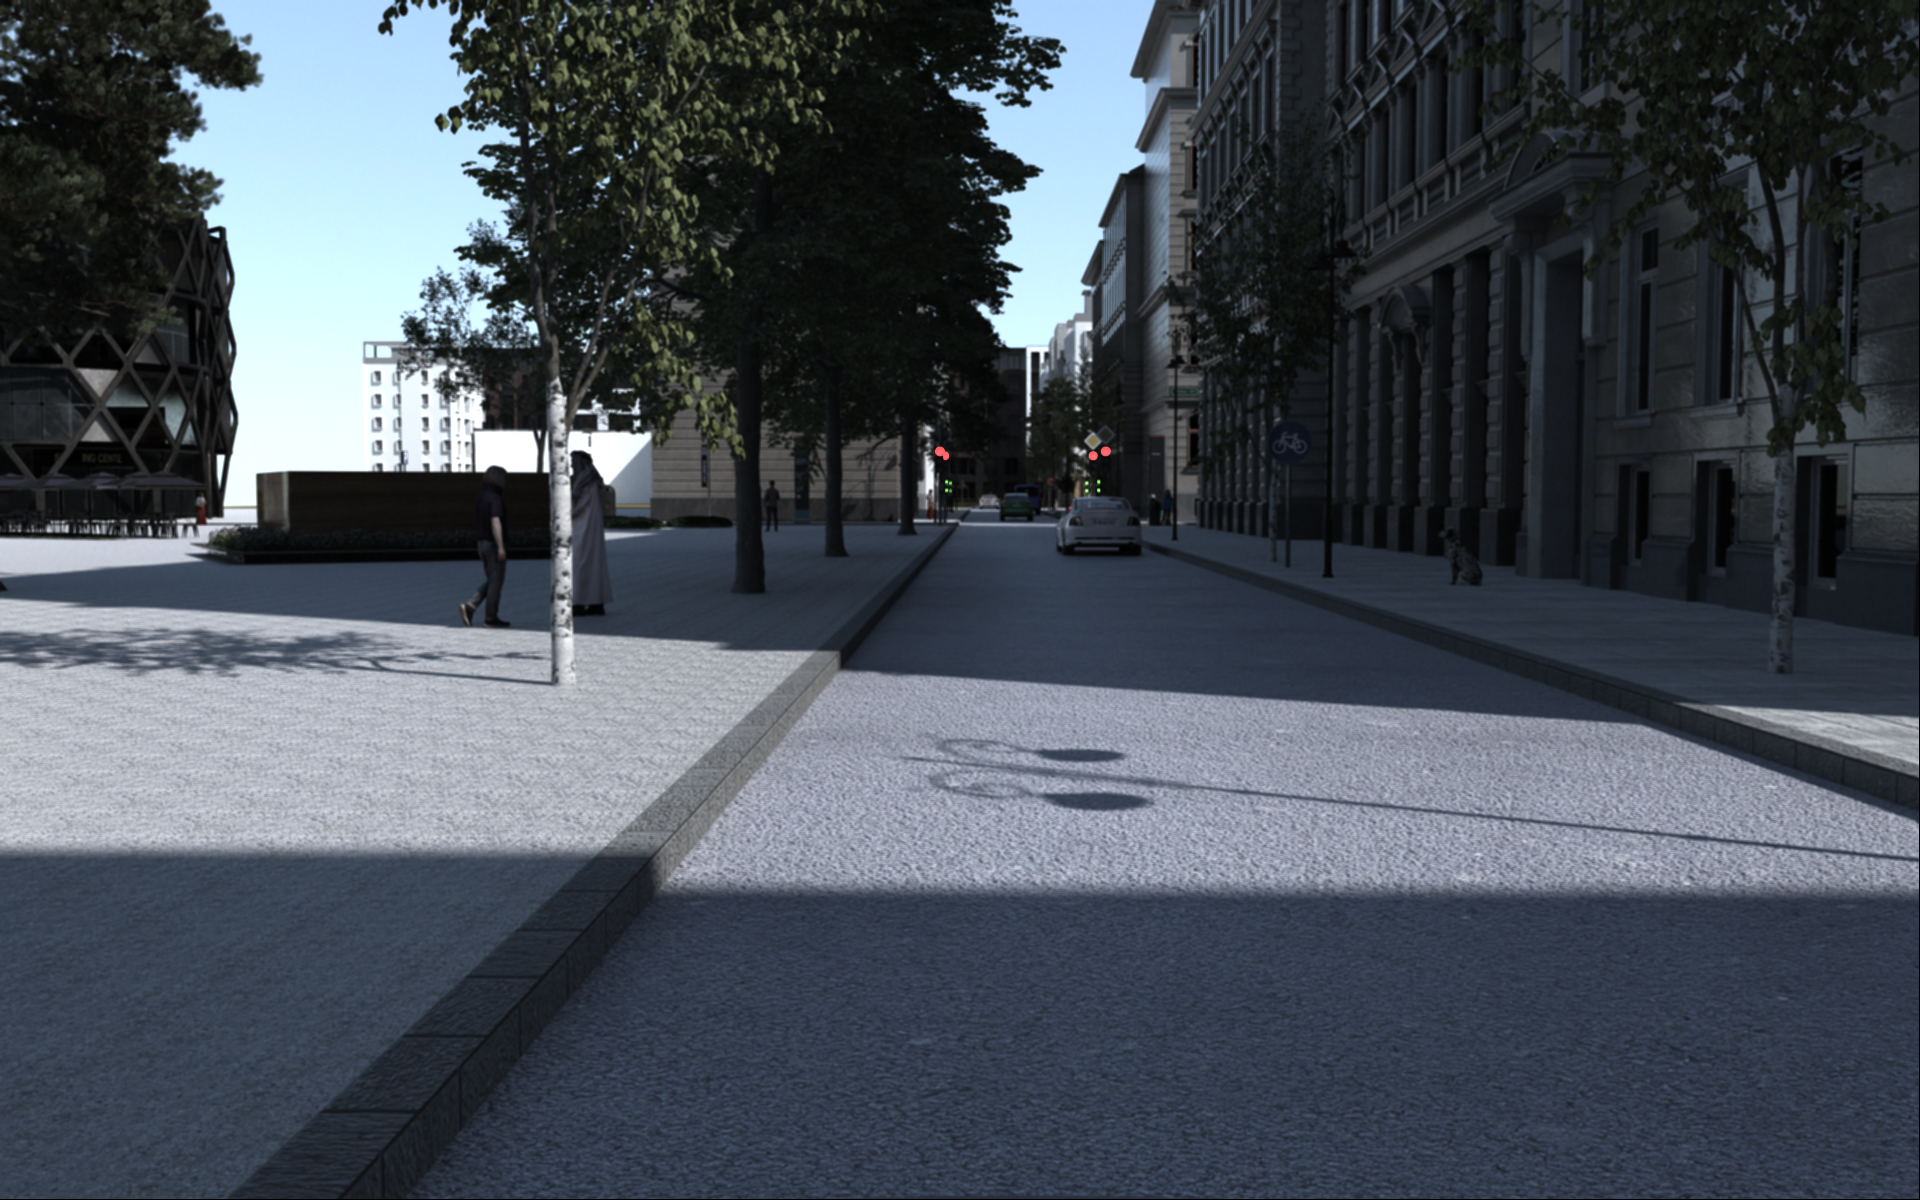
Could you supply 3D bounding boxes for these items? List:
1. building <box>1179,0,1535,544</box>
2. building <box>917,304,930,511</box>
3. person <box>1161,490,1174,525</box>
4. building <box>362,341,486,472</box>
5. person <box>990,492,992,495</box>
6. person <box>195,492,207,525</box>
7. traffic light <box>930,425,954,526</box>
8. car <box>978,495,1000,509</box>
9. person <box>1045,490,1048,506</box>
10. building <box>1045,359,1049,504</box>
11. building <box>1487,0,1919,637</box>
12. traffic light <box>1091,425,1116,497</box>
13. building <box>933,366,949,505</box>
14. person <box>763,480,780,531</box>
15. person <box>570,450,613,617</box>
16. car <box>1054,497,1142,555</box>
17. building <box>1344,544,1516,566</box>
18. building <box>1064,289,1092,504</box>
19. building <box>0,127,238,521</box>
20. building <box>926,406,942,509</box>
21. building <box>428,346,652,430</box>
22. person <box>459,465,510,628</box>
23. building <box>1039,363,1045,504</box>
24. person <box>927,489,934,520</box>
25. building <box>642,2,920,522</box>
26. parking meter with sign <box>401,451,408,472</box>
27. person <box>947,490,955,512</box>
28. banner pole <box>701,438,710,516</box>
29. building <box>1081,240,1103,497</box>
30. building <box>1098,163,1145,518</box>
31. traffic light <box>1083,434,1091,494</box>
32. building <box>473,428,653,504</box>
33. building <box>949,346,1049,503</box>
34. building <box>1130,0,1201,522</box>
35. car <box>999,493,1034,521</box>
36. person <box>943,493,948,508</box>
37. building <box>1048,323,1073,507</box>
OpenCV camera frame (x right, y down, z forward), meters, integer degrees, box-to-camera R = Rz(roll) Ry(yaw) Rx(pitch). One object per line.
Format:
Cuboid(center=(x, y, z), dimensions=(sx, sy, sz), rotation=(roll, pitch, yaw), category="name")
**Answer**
Cuboid(center=(13.772, -13.946, 56.903), dimensions=(11.050, 23.489, 19.941), rotation=(0, 4, 1), category="building")
Cuboid(center=(-9.218, -21.427, 137.728), dimensions=(14.401, 28.519, 23.554), rotation=(0, 4, 1), category="building")
Cuboid(center=(8.676, -3.821, 72.676), dimensions=(0.593, 1.614, 0.444), rotation=(1, 4, 14), category="person")
Cuboid(center=(-67.496, -22.235, 219.958), dimensions=(11.380, 20.091, 16.016), rotation=(0, 4, 1), category="building")
Cuboid(center=(4.104, -13.124, 223.811), dimensions=(0.721, 1.736, 1.217), rotation=(1, 4, 18), category="person")
Cuboid(center=(-32.128, -3.811, 73.270), dimensions=(0.523, 1.526, 0.387), rotation=(2, 4, 23), category="person")
Cuboid(center=(-0.773, -4.899, 69.348), dimensions=(0.839, 4.213, 0.868), rotation=(0, 4, 1), category="traffic light")
Cuboid(center=(2.768, -9.224, 163.177), dimensions=(2.083, 1.381, 4.827), rotation=(0, 4, 1), category="car")
Cuboid(center=(9.534, -11.226, 190.273), dimensions=(0.721, 1.739, 1.217), rotation=(1, 4, 20), category="person")
Cuboid(center=(18.784, -21.553, 208.813), dimensions=(16.016, 20.091, 11.380), rotation=(0, 4, 1), category="building")
Cuboid(center=(14.824, -14.110, 16.606), dimensions=(13.634, 28.700, 20.117), rotation=(0, 4, 1), category="building")
Cuboid(center=(5.788, -4.895, 69.271), dimensions=(0.839, 4.213, 0.868), rotation=(0, 4, 1), category="traffic light")
Cuboid(center=(-17.290, -21.529, 218.462), dimensions=(31.486, 18.905, 16.747), rotation=(0, 4, 1), category="building")
Cuboid(center=(-6.529, -3.257, 59.831), dimensions=(0.617, 1.759, 0.750), rotation=(-1, 4, -15), category="person")
Cuboid(center=(-3.982, -0.709, 18.301), dimensions=(0.621, 1.740, 0.551), rotation=(-2, 4, -26), category="person")
Cuboid(center=(3.340, -1.815, 42.040), dimensions=(2.083, 1.381, 4.827), rotation=(0, 4, 0), category="car")
Cuboid(center=(14.446, -12.715, 36.765), dimensions=(11.050, 23.489, 19.941), rotation=(0, 4, 1), category="building")
Cuboid(center=(18.045, -18.916, 165.689), dimensions=(16.016, 20.091, 11.380), rotation=(0, 4, 1), category="building")
Cuboid(center=(-46.645, -13.474, 87.755), dimensions=(16.811, 18.784, 16.820), rotation=(0, 4, 1), category="building")
Cuboid(center=(-6.586, -13.760, 167.125), dimensions=(9.099, 9.664, 28.070), rotation=(0, 4, 1), category="building")
Cuboid(center=(-58.566, -24.989, 252.551), dimensions=(32.646, 21.610, 27.936), rotation=(0, 4, 1), category="building")
Cuboid(center=(-4.551, -0.513, 16.635), dimensions=(0.471, 1.553, 0.569), rotation=(0, 4, -2), category="person")
Cuboid(center=(18.099, -22.249, 220.182), dimensions=(16.016, 20.091, 11.380), rotation=(0, 4, 1), category="building")
Cuboid(center=(-1.470, -4.800, 86.982), dimensions=(0.387, 1.526, 0.523), rotation=(-1, 4, -21), category="person")
Cuboid(center=(-8.304, -17.971, 91.087), dimensions=(12.463, 27.353, 25.104), rotation=(0, 4, 1), category="building")
Cuboid(center=(-23.262, -4.511, 70.012), dimensions=(1.738, 3.016, 0.543), rotation=(0, 4, -1), category="parking meter with sign")
Cuboid(center=(-0.629, -7.339, 125.900), dimensions=(0.599, 1.838, 0.709), rotation=(-3, 4, -38), category="person")
Cuboid(center=(-11.257, -5.312, 76.875), dimensions=(0.401, 3.779, 0.863), rotation=(-3, 5, -40), category="banner pole")
Cuboid(center=(14.548, -17.209, 132.270), dimensions=(10.553, 20.767, 40.483), rotation=(0, 4, 1), category="building")
Cuboid(center=(13.626, -15.508, 102.707), dimensions=(9.793, 20.994, 18.267), rotation=(0, 4, 1), category="building")
Cuboid(center=(5.901, -5.383, 77.255), dimensions=(0.839, 4.213, 0.868), rotation=(0, 4, 1), category="traffic light")
Cuboid(center=(-47.439, -17.209, 223.507), dimensions=(28.070, 9.664, 9.099), rotation=(0, 4, 1), category="building")
Cuboid(center=(7.146, -24.965, 252.149), dimensions=(32.646, 21.610, 27.936), rotation=(0, 4, 1), category="building")
Cuboid(center=(20.690, -18.216, 85.217), dimensions=(23.554, 28.519, 14.401), rotation=(0, 4, 1), category="building")
Cuboid(center=(3.041, -5.189, 93.632), dimensions=(1.959, 1.807, 4.718), rotation=(0, 4, 1), category="car")
Cuboid(center=(-1.075, -7.944, 136.754), dimensions=(0.655, 1.722, 0.431), rotation=(1, 4, 20), category="person")
Cuboid(center=(18.525, -19.633, 187.459), dimensions=(16.747, 18.905, 31.486), rotation=(0, 4, 1), category="building")
